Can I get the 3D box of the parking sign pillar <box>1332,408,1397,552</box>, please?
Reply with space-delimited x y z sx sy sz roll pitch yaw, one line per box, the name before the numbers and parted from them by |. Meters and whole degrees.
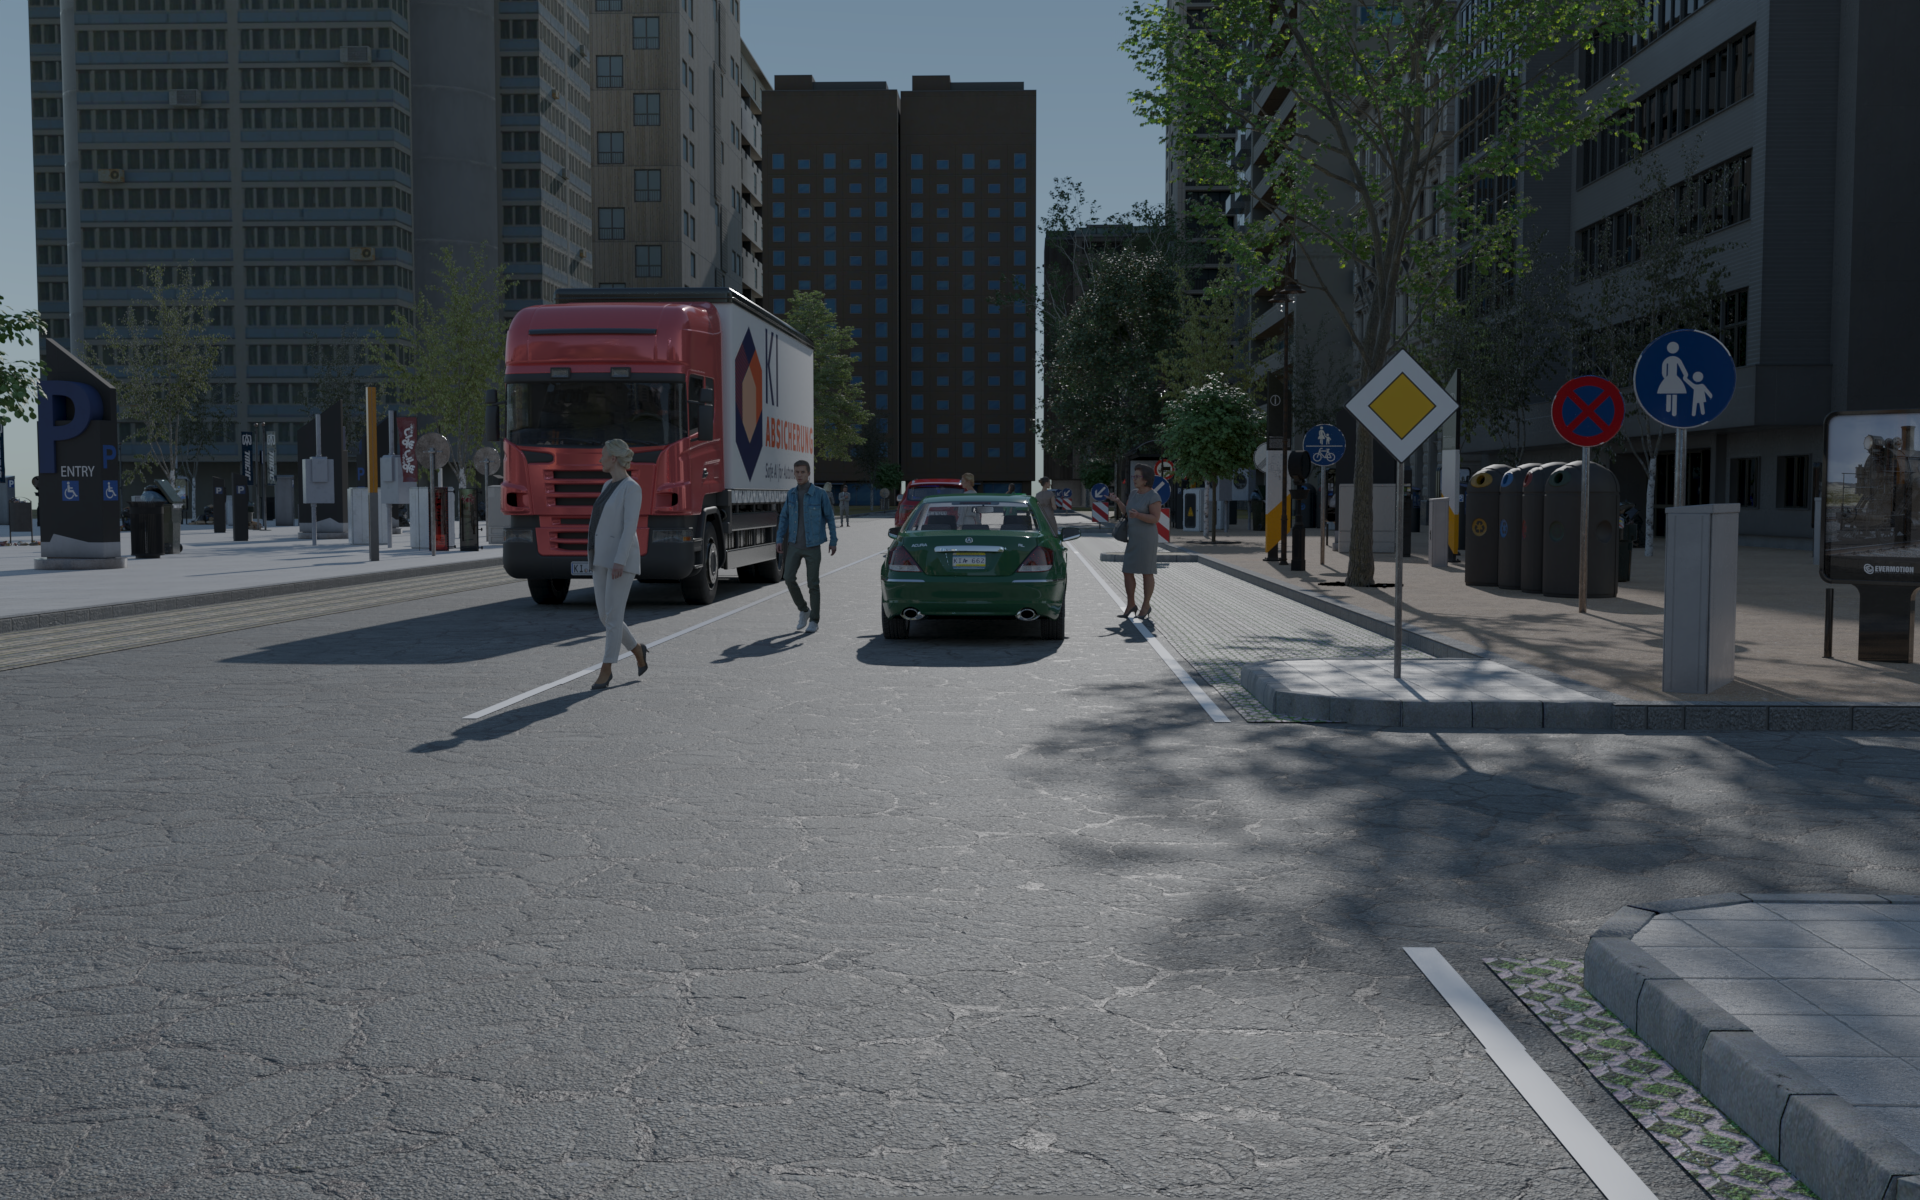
parking sign pillar | 9.126 -3.085 38.920 1.447 3.967 1.447 1 4 20

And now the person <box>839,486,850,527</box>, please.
person | -5.046 -4.103 75.762 0.511 1.800 0.466 -1 4 -17

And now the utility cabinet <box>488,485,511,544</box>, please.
utility cabinet | -11.225 -2.124 43.404 1.173 1.500 0.318 1 4 12

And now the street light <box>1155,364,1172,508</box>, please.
street light | 6.872 -5.258 58.759 0.468 5.910 1.993 0 4 2

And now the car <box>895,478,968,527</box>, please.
car | -0.499 -2.125 43.421 2.281 1.827 5.304 0 4 2

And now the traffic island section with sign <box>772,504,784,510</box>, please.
traffic island section with sign | -6.834 -3.390 64.054 1.989 1.847 2.006 0 4 2

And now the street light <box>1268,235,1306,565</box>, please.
street light | 5.854 -3.569 31.141 0.468 5.910 1.993 0 4 2

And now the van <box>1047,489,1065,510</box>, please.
van | 7.953 -8.576 147.226 2.013 2.044 4.112 0 4 2

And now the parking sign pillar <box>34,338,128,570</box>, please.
parking sign pillar | -15.165 -2.526 29.771 1.447 3.967 1.447 1 4 15

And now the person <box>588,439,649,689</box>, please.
person | -2.541 -0.284 13.021 0.514 1.842 0.818 2 4 29

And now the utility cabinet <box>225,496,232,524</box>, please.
utility cabinet | -30.751 -3.808 73.423 1.020 1.237 0.306 0 4 8

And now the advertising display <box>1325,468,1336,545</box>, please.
advertising display | 9.565 -2.330 43.317 0.974 1.923 0.123 -1 4 -20

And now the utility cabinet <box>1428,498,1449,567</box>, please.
utility cabinet | 8.542 -1.210 30.947 0.306 1.237 1.020 1 4 12

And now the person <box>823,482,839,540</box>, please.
person | -4.157 -2.802 54.495 0.537 1.800 0.526 3 4 37

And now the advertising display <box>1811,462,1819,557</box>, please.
advertising display | 17.618 -1.852 35.502 0.123 1.923 0.974 3 4 36

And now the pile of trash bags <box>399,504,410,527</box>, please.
pile of trash bags | -22.920 -3.574 68.180 1.912 1.369 3.447 -2 4 -31

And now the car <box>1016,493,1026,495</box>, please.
car | 3.837 -6.580 116.375 1.959 1.807 4.718 0 4 4

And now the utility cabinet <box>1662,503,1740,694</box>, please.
utility cabinet | 4.941 -0.024 11.560 0.306 1.237 1.020 2 4 33

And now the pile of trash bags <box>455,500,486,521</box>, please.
pile of trash bags | -22.695 -4.450 82.511 1.912 1.369 3.447 -3 4 -37

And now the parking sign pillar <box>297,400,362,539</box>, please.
parking sign pillar | -18.284 -3.745 49.706 1.447 3.967 1.447 0 4 4

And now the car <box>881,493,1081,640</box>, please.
car | 0.228 -0.410 18.497 2.131 1.459 4.920 0 4 4

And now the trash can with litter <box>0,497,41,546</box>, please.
trash can with litter | -23.778 -1.962 43.143 2.233 1.210 1.678 -1 4 -10

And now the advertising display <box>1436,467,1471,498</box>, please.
advertising display | 11.804 -2.218 41.475 0.974 1.923 0.123 -2 4 -26

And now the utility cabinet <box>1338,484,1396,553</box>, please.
utility cabinet | 8.830 -1.768 37.588 1.173 1.500 0.318 1 4 10

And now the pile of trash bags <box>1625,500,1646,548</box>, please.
pile of trash bags | 15.095 -1.988 42.261 1.912 1.369 3.447 -2 4 -24

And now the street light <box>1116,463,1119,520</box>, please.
street light | 7.820 -6.913 85.816 0.468 5.910 1.993 0 4 2

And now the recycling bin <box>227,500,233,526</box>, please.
recycling bin | -29.226 -3.516 70.038 0.722 1.027 0.722 -2 4 -27

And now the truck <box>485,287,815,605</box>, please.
truck | -4.176 -2.259 25.849 2.839 4.237 11.283 0 4 3

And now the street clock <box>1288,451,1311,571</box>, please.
street clock | 5.655 -1.488 28.895 0.358 2.002 0.471 2 4 34

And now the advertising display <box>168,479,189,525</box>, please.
advertising display | -32.927 -4.144 72.973 0.974 1.923 0.123 1 4 22

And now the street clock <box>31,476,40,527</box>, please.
street clock | -36.395 -3.908 68.462 0.471 2.002 0.358 -1 4 -18

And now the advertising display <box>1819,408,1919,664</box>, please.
advertising display | 7.079 -0.488 13.192 0.123 1.923 0.974 -3 5 -43

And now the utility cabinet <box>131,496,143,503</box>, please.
utility cabinet | -31.207 -3.381 66.442 0.306 1.237 1.020 3 4 37

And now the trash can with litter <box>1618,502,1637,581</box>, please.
trash can with litter | 9.395 -0.863 25.494 0.624 1.170 1.055 -3 5 -39

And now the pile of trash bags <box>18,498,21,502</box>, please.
pile of trash bags | -48.553 -4.753 87.462 1.912 1.369 3.447 0 4 -3

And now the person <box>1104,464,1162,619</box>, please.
person | 1.966 -0.680 19.970 0.532 1.782 0.716 -3 4 -36

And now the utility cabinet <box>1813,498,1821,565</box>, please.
utility cabinet | 15.890 -1.219 31.085 0.306 1.237 1.020 -2 4 -32

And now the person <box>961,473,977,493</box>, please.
person | 0.151 -1.228 28.925 0.624 1.780 0.694 3 5 39

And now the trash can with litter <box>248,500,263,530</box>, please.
trash can with litter | -25.608 -3.129 62.546 1.055 1.170 0.624 2 4 28

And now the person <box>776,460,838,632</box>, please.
person | -1.595 -0.562 18.039 0.601 1.785 0.444 1 4 21

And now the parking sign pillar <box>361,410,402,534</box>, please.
parking sign pillar | -18.628 -4.092 55.377 1.447 3.967 1.447 2 4 31
